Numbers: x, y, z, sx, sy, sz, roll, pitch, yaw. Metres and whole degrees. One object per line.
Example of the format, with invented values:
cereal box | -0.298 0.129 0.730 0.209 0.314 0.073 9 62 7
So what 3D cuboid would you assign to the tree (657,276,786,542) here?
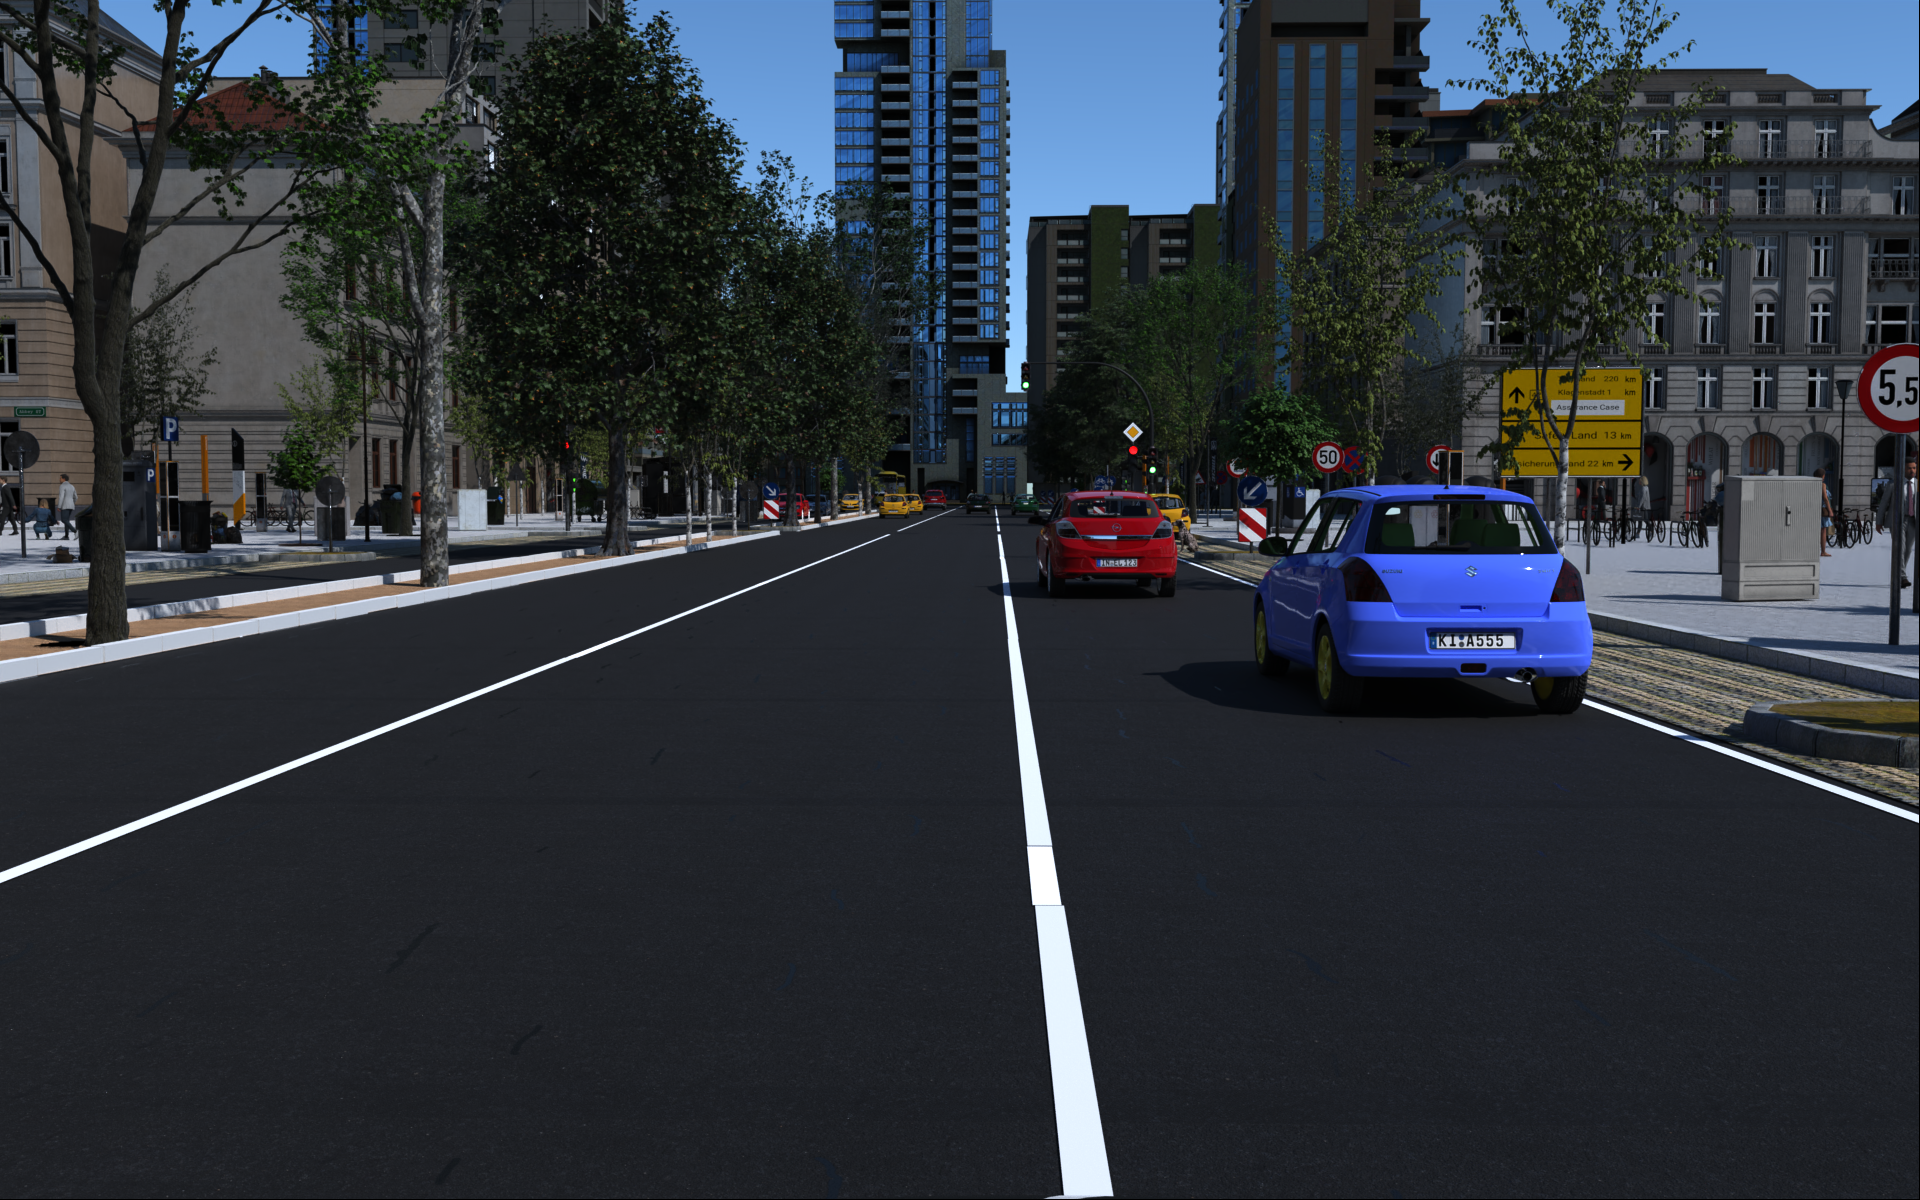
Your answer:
tree | -7.541 -6.064 51.971 4.360 8.622 3.978 0 3 0

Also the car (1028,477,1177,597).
car | 2.100 -1.011 25.571 2.155 1.783 4.494 0 4 -1

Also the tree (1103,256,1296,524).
tree | 10.233 -9.108 74.668 9.928 11.665 9.643 0 3 0

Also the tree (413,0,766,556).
tree | -7.951 -7.368 39.924 9.611 12.733 9.660 0 3 0

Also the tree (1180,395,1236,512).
tree | 17.442 -10.600 123.676 4.360 8.622 3.978 0 3 0

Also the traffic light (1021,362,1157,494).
traffic light | 4.470 -5.189 59.511 4.771 5.953 1.251 0 4 1

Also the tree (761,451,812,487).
tree | -14.922 -12.786 143.466 8.767 10.594 7.601 1 4 11

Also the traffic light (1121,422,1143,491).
traffic light | 6.719 -4.812 67.595 0.839 4.253 0.868 0 4 1

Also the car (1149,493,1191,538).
car | 6.327 -2.749 55.171 2.015 1.641 3.980 0 4 1

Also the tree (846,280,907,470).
tree | -7.126 -9.377 72.773 9.611 12.733 9.660 0 3 0

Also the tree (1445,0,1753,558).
tree | 8.365 -4.478 23.577 4.737 8.622 4.395 0 3 0

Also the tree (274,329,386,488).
tree | -26.930 -7.604 74.692 4.737 8.622 4.395 0 3 0

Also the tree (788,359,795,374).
tree | -7.620 -6.457 58.394 4.360 8.622 3.978 0 3 0

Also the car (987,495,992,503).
car | 2.981 -12.587 218.155 2.083 1.381 4.827 0 4 1

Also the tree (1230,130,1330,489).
tree | 7.886 -5.115 33.986 4.737 8.622 4.395 0 3 0

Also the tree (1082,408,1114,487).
tree | 10.506 -10.955 129.481 4.360 8.622 3.978 0 3 0

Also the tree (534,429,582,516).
tree | -24.254 -9.208 100.907 4.360 8.622 3.978 0 3 0

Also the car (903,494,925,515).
car | -3.425 -6.748 120.546 2.015 1.641 3.980 0 4 0

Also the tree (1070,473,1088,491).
tree | 11.335 -10.338 163.625 1.663 3.219 1.824 0 3 0

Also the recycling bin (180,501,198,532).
recycling bin | -26.342 -2.863 59.368 0.722 1.027 0.722 1 4 12

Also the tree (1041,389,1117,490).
tree | 11.571 -13.258 151.182 8.767 10.594 7.601 -1 4 -19

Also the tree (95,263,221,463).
tree | -26.042 -6.442 55.687 4.360 8.622 3.978 0 3 0

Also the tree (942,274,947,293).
tree | -7.607 -16.074 121.162 12.611 20.169 13.585 0 3 0

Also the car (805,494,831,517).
car | -9.127 -5.960 109.449 2.014 1.417 4.499 0 4 1

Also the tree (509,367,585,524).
tree | -16.390 -7.547 73.748 4.737 8.622 4.395 0 3 0

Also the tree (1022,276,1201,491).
tree | 9.955 -12.015 103.092 9.857 13.997 8.962 0 3 0

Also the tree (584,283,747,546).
tree | -7.442 -5.779 47.301 4.737 8.622 4.395 0 3 0

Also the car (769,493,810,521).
car | -9.152 -5.131 92.939 2.155 1.783 4.494 0 4 2

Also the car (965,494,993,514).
car | 1.349 -7.016 124.496 2.009 1.686 4.222 0 4 2

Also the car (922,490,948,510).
car | -2.250 -8.865 153.616 2.281 1.827 5.304 0 4 0

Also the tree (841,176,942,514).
tree | -8.140 -14.526 95.846 12.611 20.169 13.585 0 3 0

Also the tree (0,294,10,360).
tree | -26.773 -5.747 44.326 4.737 8.622 4.395 0 3 0

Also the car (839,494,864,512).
car | -8.555 -7.761 137.116 2.015 1.641 3.980 0 4 0

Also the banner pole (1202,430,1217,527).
banner pole | 9.776 -4.732 67.384 0.401 3.779 0.863 -2 4 -25

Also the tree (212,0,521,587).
tree | -9.286 -10.311 26.929 12.611 20.169 13.585 0 3 0

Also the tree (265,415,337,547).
tree | -16.228 -2.952 42.859 1.663 3.219 1.824 0 3 0

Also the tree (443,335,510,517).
tree | -22.130 -7.925 79.938 4.737 8.622 4.395 0 3 0

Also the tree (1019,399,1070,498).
tree | 12.414 -18.813 217.962 12.009 13.543 11.850 0 3 0

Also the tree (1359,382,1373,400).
tree | 20.294 -7.842 78.584 4.360 8.622 3.978 0 3 0

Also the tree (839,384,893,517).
tree | -6.351 -9.708 111.549 4.737 8.622 4.395 0 3 0

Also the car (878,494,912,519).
car | -3.871 -5.649 102.582 2.015 1.641 3.980 0 4 0

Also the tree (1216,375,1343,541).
tree | 8.795 -3.907 47.600 4.285 4.588 4.351 0 3 0

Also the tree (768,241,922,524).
tree | -6.893 -10.447 83.636 12.009 13.543 11.850 0 3 0

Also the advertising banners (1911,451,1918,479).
advertising banners | 38.548 -4.467 69.228 0.090 3.025 2.074 0 4 -1

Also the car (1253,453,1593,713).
car | 3.212 -0.186 12.640 1.945 1.707 3.694 0 4 0

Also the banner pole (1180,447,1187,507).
banner pole | 11.814 -6.214 91.617 0.401 3.779 0.863 -1 4 -22

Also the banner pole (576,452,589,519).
banner pole | -19.763 -6.146 90.505 0.863 3.779 0.401 -2 4 -32

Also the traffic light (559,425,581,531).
traffic light | -13.594 -4.347 59.988 0.839 4.253 0.868 0 4 1

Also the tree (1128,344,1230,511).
tree | 10.525 -8.277 85.693 4.737 8.622 4.395 0 3 0

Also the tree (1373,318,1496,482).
tree | 20.132 -7.444 72.068 4.360 8.622 3.978 0 3 0

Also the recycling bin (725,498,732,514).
recycling bin | -15.086 -6.166 113.361 0.722 1.027 0.722 1 4 23

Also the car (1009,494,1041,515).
car | 4.411 -6.459 117.404 2.131 1.459 4.920 0 4 1

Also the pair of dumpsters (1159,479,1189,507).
pair of dumpsters | 13.906 -6.724 112.424 1.574 2.255 4.437 0 4 1

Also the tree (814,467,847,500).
tree | -14.046 -12.598 189.694 4.285 4.588 4.351 0 3 0
